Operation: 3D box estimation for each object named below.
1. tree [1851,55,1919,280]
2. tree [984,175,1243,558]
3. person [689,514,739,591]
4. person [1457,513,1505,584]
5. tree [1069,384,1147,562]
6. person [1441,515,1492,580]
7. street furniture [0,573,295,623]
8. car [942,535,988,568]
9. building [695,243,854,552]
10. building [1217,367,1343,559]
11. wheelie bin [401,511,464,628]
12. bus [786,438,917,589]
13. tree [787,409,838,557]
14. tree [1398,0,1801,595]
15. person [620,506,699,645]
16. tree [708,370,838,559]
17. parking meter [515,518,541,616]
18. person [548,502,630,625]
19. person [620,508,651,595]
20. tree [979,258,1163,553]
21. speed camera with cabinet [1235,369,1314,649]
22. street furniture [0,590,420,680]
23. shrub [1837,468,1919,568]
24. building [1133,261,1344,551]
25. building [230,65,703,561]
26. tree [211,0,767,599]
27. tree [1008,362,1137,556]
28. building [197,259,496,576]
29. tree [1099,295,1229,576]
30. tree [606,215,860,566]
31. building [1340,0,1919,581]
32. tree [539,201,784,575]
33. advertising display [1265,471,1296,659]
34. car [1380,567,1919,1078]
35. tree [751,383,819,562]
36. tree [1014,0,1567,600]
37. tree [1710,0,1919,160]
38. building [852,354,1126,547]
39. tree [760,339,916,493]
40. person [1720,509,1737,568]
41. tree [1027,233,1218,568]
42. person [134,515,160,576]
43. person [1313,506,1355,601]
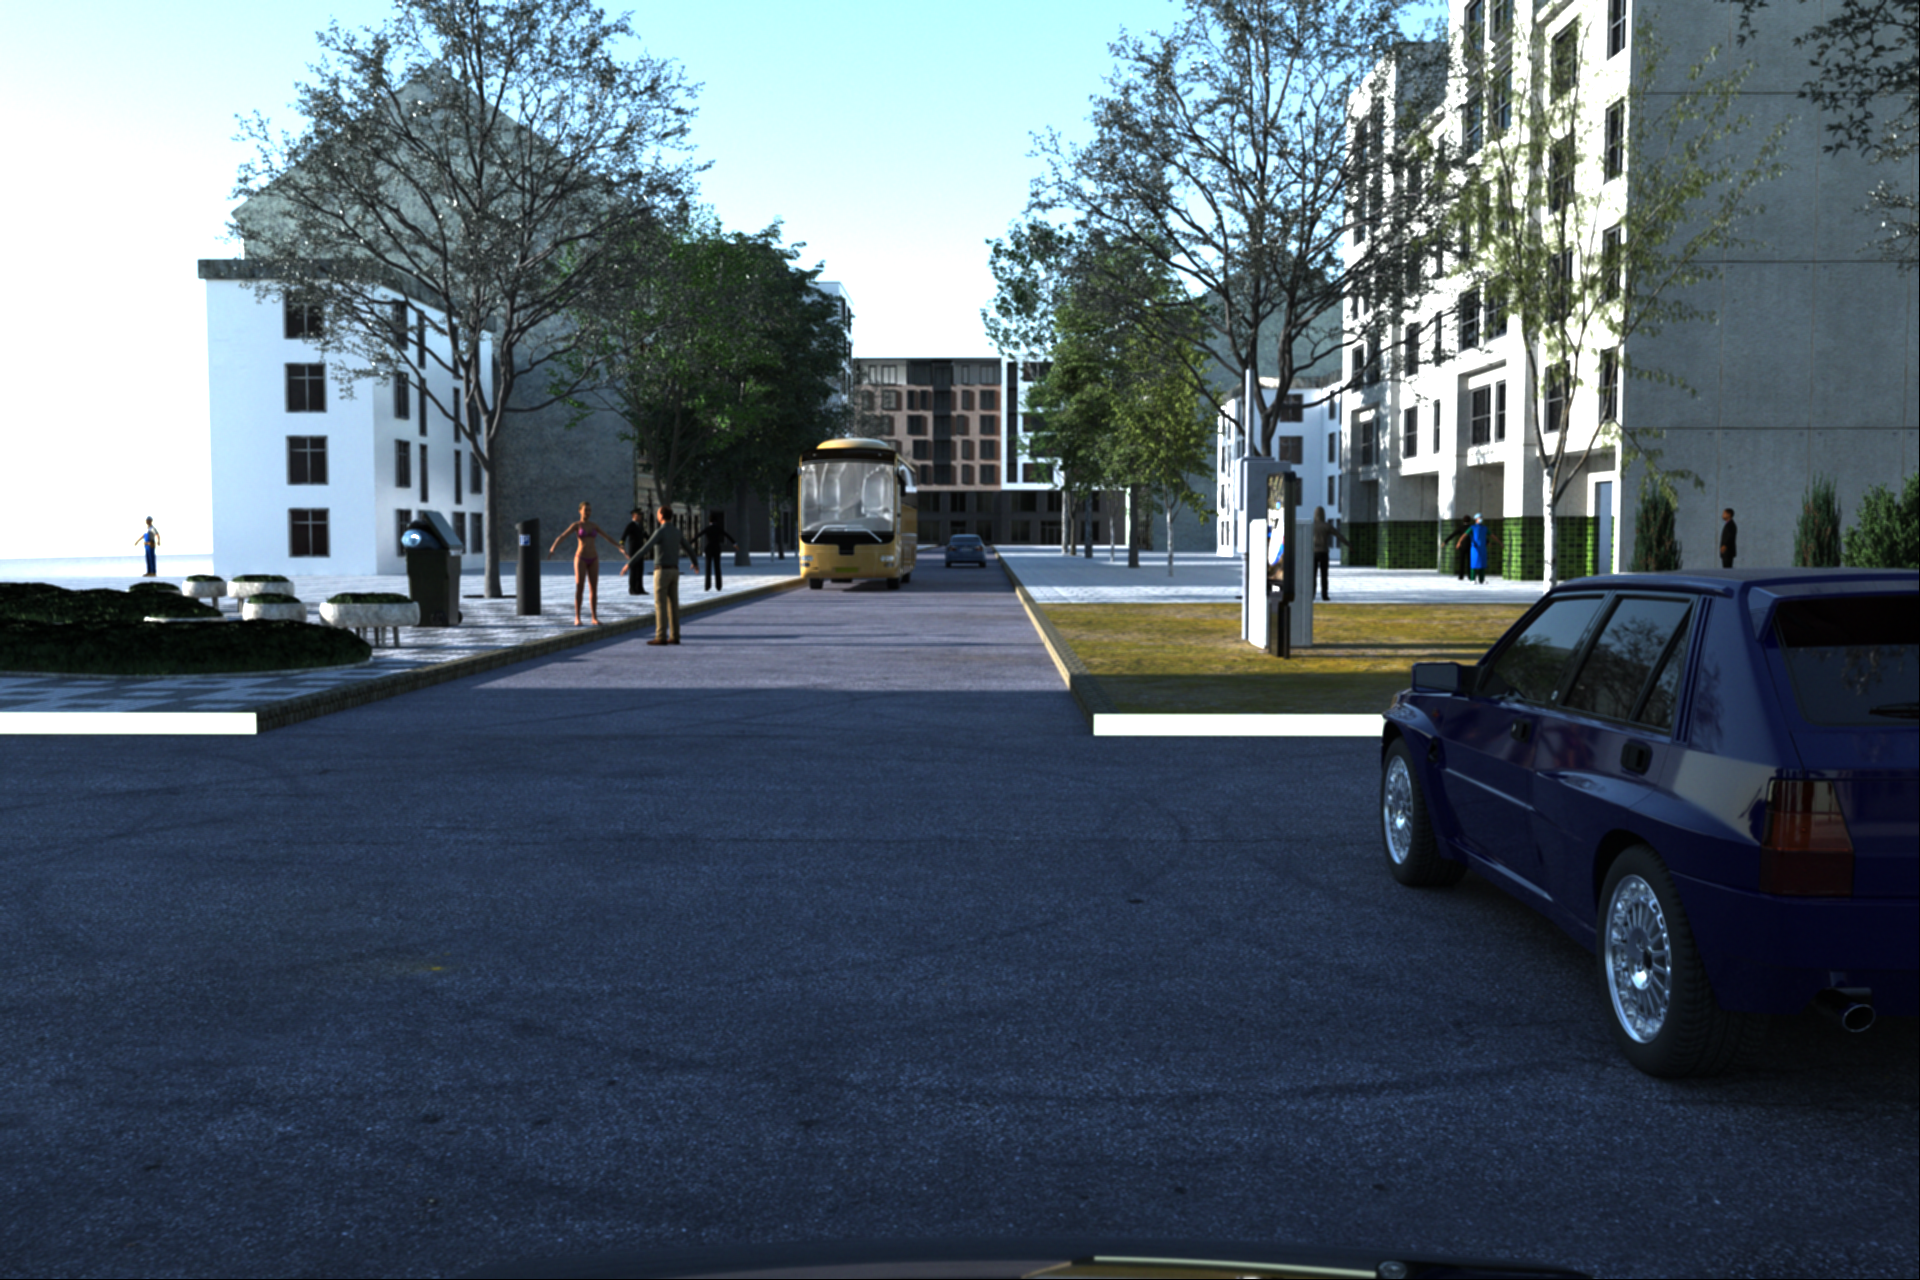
[{"bbox_3d":[19.617,-7.153,27.327,12.009,13.543,11.850,0,3,0],"label":"tree"},{"bbox_3d":[7.943,-14.349,90.499,12.611,20.169,13.585,0,3,0],"label":"tree"},{"bbox_3d":[-5.599,-1.983,39.147,1.216,1.740,0.721,-1,4,-18],"label":"person"},{"bbox_3d":[13.427,-2.364,44.784,1.347,1.817,0.704,-1,4,-13],"label":"person"},{"bbox_3d":[7.146,-7.951,80.365,4.360,8.622,3.978,0,3,0],"label":"tree"},{"bbox_3d":[14.167,-2.585,48.448,1.347,1.806,0.705,1,4,16],"label":"person"},{"bbox_3d":[-15.701,-0.740,27.719,10.072,0.657,5.734,1,4,22],"label":"street furniture"},{"bbox_3d":[0.230,-3.856,75.048,2.014,1.417,4.499,0,4,-1],"label":"car"},{"bbox_3d":[-23.675,-18.011,138.453,27.936,21.610,32.646,0,4,1],"label":"building"},{"bbox_3d":[20.036,-9.202,92.600,9.099,9.664,28.070,0,4,1],"label":"building"},{"bbox_3d":[-7.292,-0.980,23.936,0.693,1.594,0.980,0,4,3],"label":"wheelie bin"},{"bbox_3d":[-2.689,-3.463,48.161,2.896,3.916,12.252,0,4,1],"label":"bus"},{"bbox_3d":[-8.808,-8.875,95.461,4.737,8.622,4.395,0,3,0],"label":"tree"},{"bbox_3d":[6.884,-4.268,20.151,4.360,8.622,3.978,0,3,0],"label":"tree"},{"bbox_3d":[-3.819,-0.837,22.409,0.705,1.796,1.348,3,4,36],"label":"person"},{"bbox_3d":[-9.363,-9.353,87.338,7.601,10.594,8.767,0,4,3],"label":"tree"},{"bbox_3d":[-6.810,-1.156,27.308,0.372,1.533,0.369,0,3,0],"label":"parking meter"},{"bbox_3d":[-5.231,-1.076,24.389,1.217,1.733,0.721,-2,4,-35],"label":"person"},{"bbox_3d":[-6.818,-1.878,36.646,0.705,1.837,1.347,2,4,26],"label":"person"},{"bbox_3d":[8.364,-15.821,114.564,12.611,20.169,13.585,0,3,0],"label":"tree"},{"bbox_3d":[3.670,-1.584,20.229,0.660,3.252,2.038,0,4,0],"label":"speed camera with cabinet"},{"bbox_3d":[-10.689,-0.141,17.931,10.072,0.657,5.734,0,4,6],"label":"street furniture"},{"bbox_3d":[11.324,-1.015,20.633,1.661,2.075,1.752,0,3,0],"label":"shrub"},{"bbox_3d":[23.967,-18.938,140.564,19.493,23.208,18.063,0,4,1],"label":"building"},{"bbox_3d":[-24.323,-15.873,90.453,19.493,23.208,18.063,0,4,1],"label":"building"},{"bbox_3d":[-9.423,-7.580,34.309,12.009,13.543,11.850,0,3,0],"label":"tree"},{"bbox_3d":[6.716,-10.818,102.625,9.928,11.665,9.643,0,3,0],"label":"tree"},{"bbox_3d":[-22.452,-7.638,67.033,9.099,9.664,28.070,0,4,0],"label":"building"},{"bbox_3d":[6.312,-6.222,52.085,4.737,8.622,4.395,0,3,0],"label":"tree"},{"bbox_3d":[-8.795,-9.916,68.788,9.857,13.997,8.962,0,3,0],"label":"tree"},{"bbox_3d":[23.863,-11.543,55.191,16.747,18.905,31.486,0,4,1],"label":"building"},{"bbox_3d":[-9.426,-7.893,54.804,9.928,11.665,9.643,0,3,0],"label":"tree"},{"bbox_3d":[3.350,-0.789,18.121,0.123,1.923,0.974,0,4,-1],"label":"advertising display"},{"bbox_3d":[2.644,0.408,5.910,1.945,1.354,3.894,0,4,0],"label":"car"},{"bbox_3d":[-8.487,-7.953,80.388,4.737,8.622,4.395,0,3,0],"label":"tree"},{"bbox_3d":[5.946,-7.541,33.660,12.009,13.543,11.850,0,3,0],"label":"tree"},{"bbox_3d":[8.643,-6.129,10.583,12.009,13.543,11.850,0,3,0],"label":"tree"},{"bbox_3d":[2.898,-22.198,209.368,32.646,21.610,27.936,0,4,2],"label":"building"},{"bbox_3d":[-8.367,-12.144,108.927,12.009,13.543,11.850,0,3,0],"label":"tree"},{"bbox_3d":[15.672,-1.785,35.414,0.704,1.802,1.346,1,4,23],"label":"person"},{"bbox_3d":[6.243,-9.018,65.579,7.486,12.596,7.792,0,3,0],"label":"tree"},{"bbox_3d":[-24.593,-2.855,52.536,1.347,1.847,0.705,2,4,35],"label":"person"},{"bbox_3d":[6.907,-1.662,33.303,1.348,1.813,0.705,1,4,14],"label":"person"}]
